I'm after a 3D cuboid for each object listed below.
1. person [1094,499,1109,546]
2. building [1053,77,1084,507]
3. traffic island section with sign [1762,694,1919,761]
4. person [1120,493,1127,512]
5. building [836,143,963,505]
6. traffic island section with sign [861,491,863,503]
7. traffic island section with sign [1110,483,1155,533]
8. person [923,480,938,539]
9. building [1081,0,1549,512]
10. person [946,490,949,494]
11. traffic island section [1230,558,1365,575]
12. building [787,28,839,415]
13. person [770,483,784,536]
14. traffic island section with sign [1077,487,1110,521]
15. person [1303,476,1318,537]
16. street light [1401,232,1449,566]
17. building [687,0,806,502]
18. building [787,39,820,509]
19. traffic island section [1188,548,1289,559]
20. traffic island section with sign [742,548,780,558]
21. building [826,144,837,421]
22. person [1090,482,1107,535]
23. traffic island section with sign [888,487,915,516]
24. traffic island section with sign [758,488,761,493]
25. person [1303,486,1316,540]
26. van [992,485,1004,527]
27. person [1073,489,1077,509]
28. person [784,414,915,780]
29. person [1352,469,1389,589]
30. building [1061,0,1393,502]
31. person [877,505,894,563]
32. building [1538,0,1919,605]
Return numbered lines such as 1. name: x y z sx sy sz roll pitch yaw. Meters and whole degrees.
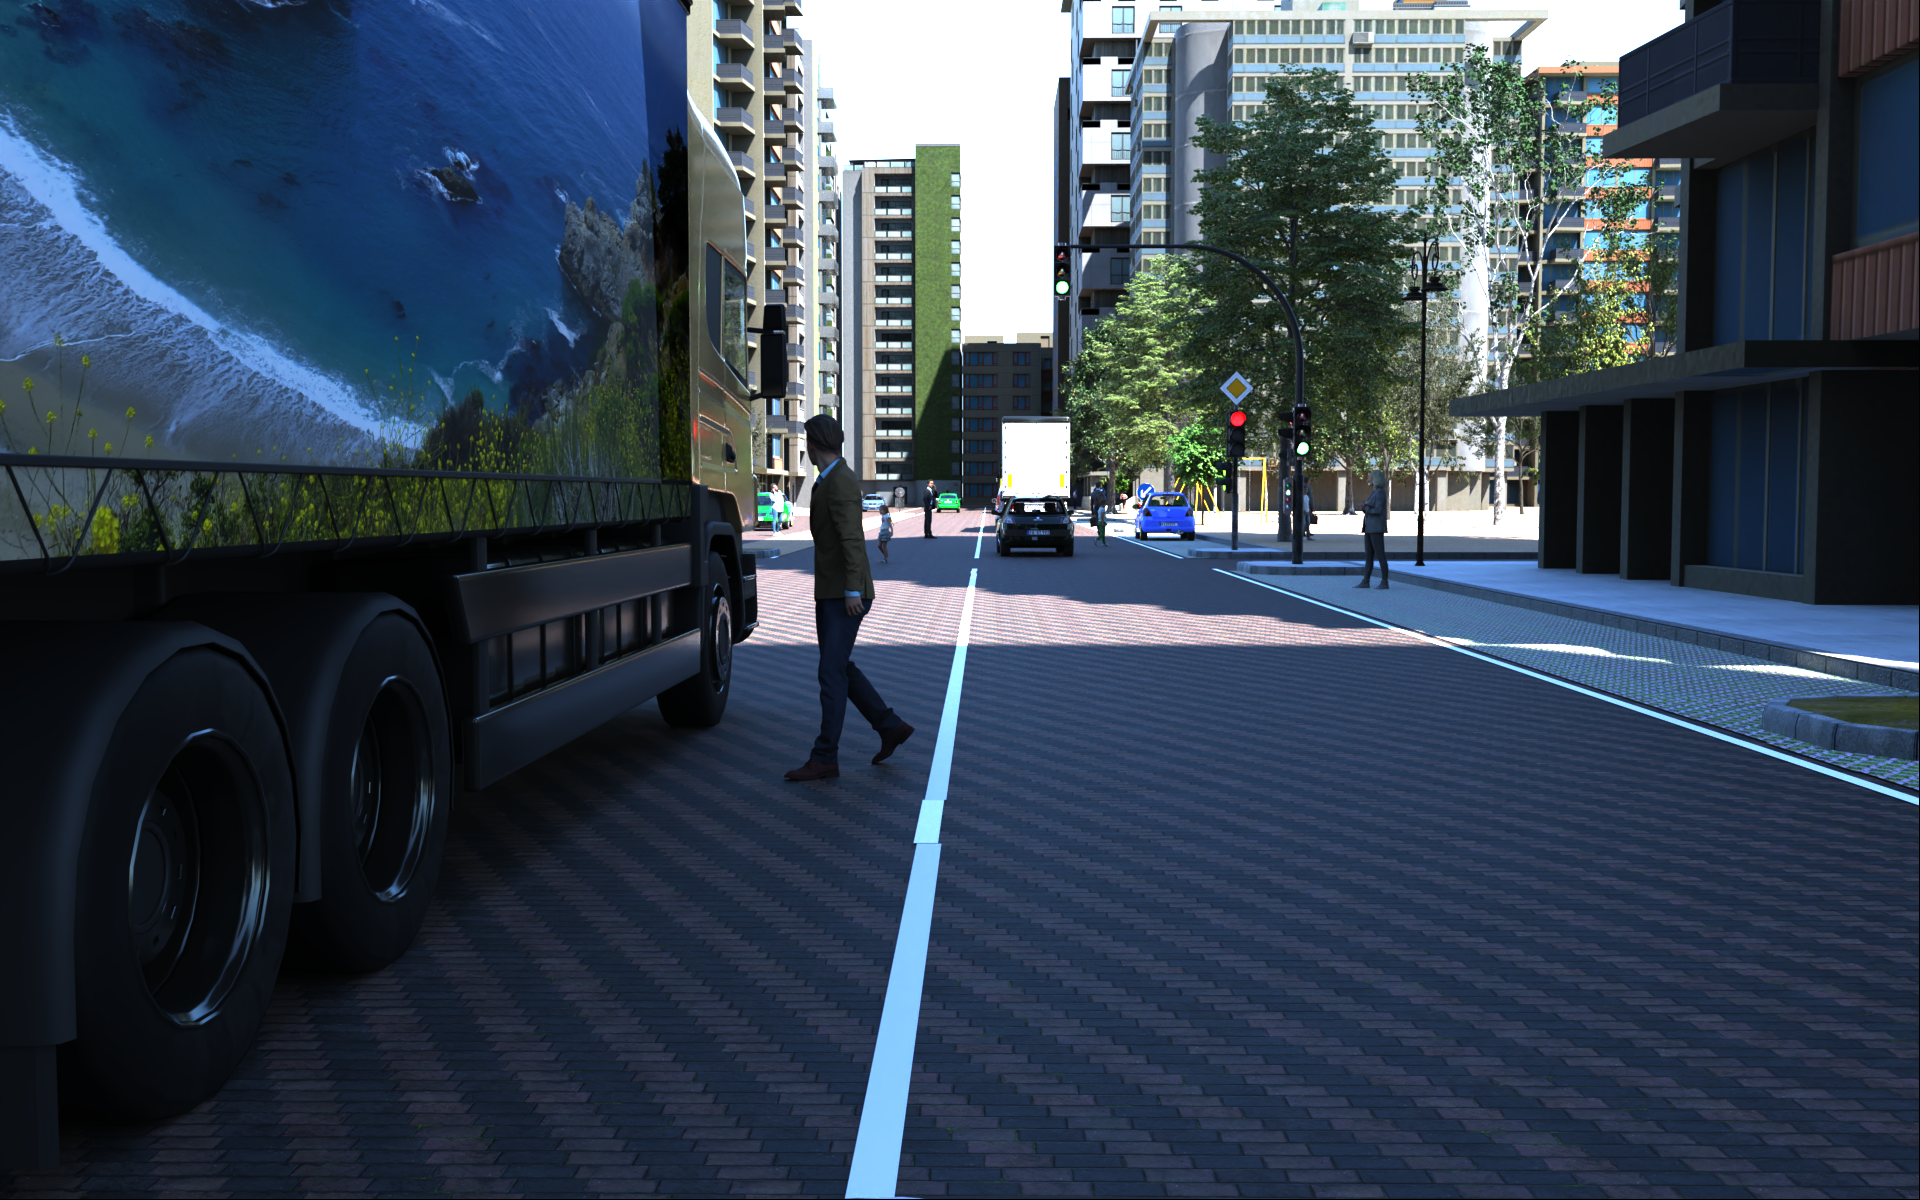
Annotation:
1. person: 3.885 -2.134 47.645 0.590 1.304 0.306 -3 4 -39
2. building: 17.000 -32.598 183.082 14.600 45.320 14.200 0 4 1
3. traffic island section with sign: 5.847 -0.084 10.004 1.989 1.847 2.006 0 4 1
4. person: 11.633 -6.991 123.531 0.628 1.438 0.799 -1 4 -11
5. building: -6.680 -31.895 205.076 14.086 41.232 14.154 0 4 1
6. traffic island section with sign: -9.723 -9.792 168.732 1.989 1.847 2.006 0 4 1
7. traffic island section with sign: 6.728 -3.407 64.335 1.989 1.847 2.006 0 4 1
8. person: -0.942 -2.947 56.040 0.474 1.900 0.648 0 4 4
9. building: 26.089 -27.142 135.646 32.217 40.220 23.993 0 4 1
10. person: -1.345 -10.530 180.607 0.705 1.831 1.348 1 4 22
11. traffic island section: 6.197 -0.579 31.755 2.009 0.180 2.903 0 4 1
12. building: -28.192 -34.232 179.306 30.456 49.044 23.786 0 4 1
13. person: -6.254 -3.075 59.038 0.793 1.790 0.793 0 4 5
14. traffic island section with sign: 7.166 -5.056 91.286 1.989 1.847 2.006 0 4 1
15. person: 10.511 -2.826 52.346 0.767 1.812 0.694 -2 4 -33
16. street light: 8.227 -3.548 30.799 0.468 5.910 1.993 0 4 1
17. building: -23.448 -29.067 129.871 22.147 44.769 28.867 0 4 1
18. building: -19.978 -28.610 151.362 14.154 41.232 14.086 0 4 1
19. traffic island section: 6.326 -1.068 39.739 2.009 0.180 2.903 0 4 1
20. traffic island section with sign: -5.227 -1.923 39.585 2.006 1.907 1.989 0 4 1
21. building: -21.340 -31.899 205.147 14.086 41.232 14.154 0 4 1
22. person: 4.519 -2.935 56.460 0.622 1.834 0.822 2 4 24
23. traffic island section with sign: -4.029 -6.519 114.714 2.006 1.907 1.989 0 4 1
24. traffic island section with sign: -10.945 -5.115 92.253 1.989 1.847 2.006 0 4 1
25. person: 9.556 -2.402 47.917 0.523 1.515 0.503 2 4 26
26. van: 2.398 -4.226 76.111 2.013 2.044 4.112 0 4 2
27. person: 9.812 -8.561 146.950 0.436 1.711 0.756 1 4 10
28. person: -0.603 -0.032 8.927 0.836 1.842 0.656 -3 5 -39
29. person: 6.185 -1.059 26.000 0.526 1.800 0.537 0 4 7
30. building: 24.268 -35.025 161.893 28.713 52.752 27.495 0 4 1
31. person: -1.505 -1.383 36.119 0.382 1.210 0.505 -2 4 -35
32. building: 19.462 -22.106 16.066 22.147 44.769 28.867 0 4 1
